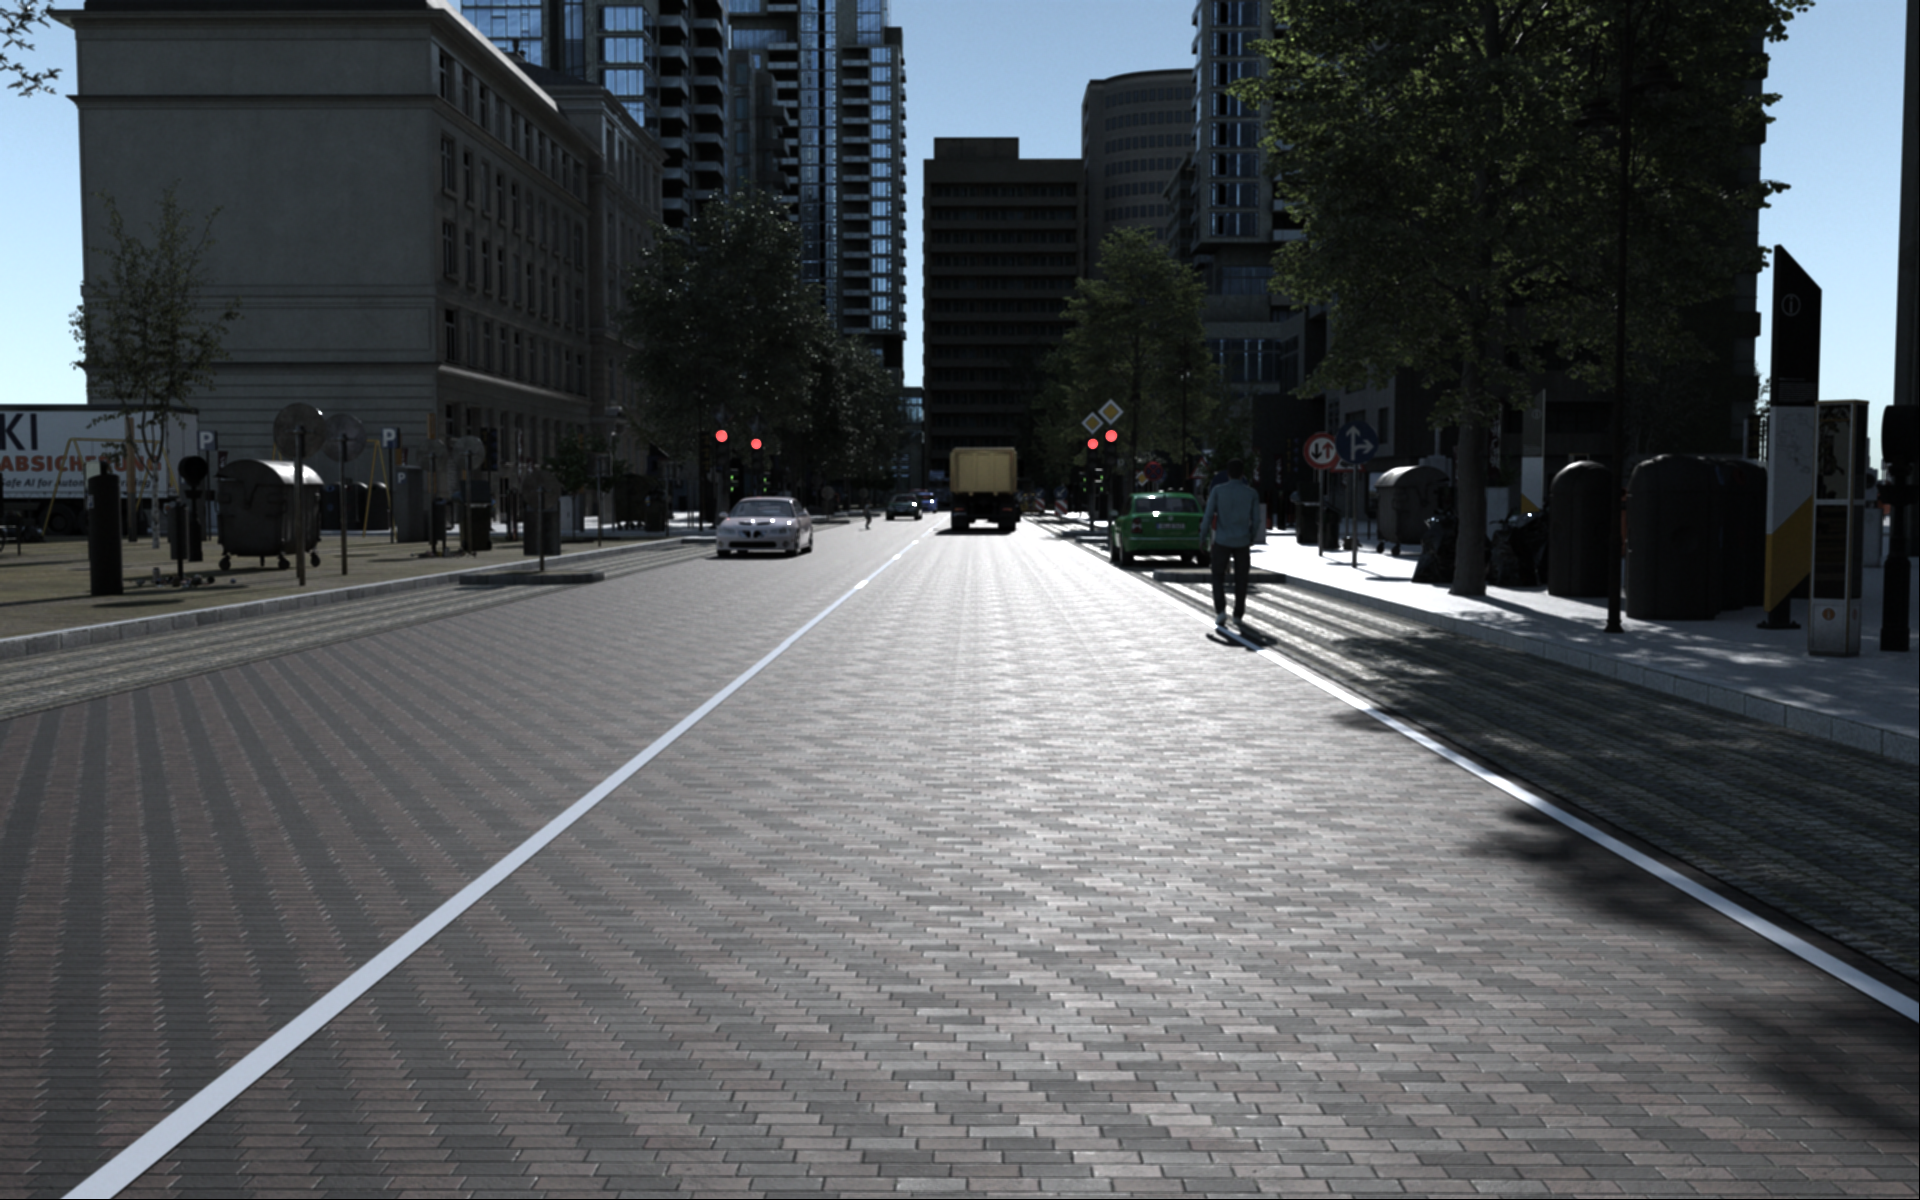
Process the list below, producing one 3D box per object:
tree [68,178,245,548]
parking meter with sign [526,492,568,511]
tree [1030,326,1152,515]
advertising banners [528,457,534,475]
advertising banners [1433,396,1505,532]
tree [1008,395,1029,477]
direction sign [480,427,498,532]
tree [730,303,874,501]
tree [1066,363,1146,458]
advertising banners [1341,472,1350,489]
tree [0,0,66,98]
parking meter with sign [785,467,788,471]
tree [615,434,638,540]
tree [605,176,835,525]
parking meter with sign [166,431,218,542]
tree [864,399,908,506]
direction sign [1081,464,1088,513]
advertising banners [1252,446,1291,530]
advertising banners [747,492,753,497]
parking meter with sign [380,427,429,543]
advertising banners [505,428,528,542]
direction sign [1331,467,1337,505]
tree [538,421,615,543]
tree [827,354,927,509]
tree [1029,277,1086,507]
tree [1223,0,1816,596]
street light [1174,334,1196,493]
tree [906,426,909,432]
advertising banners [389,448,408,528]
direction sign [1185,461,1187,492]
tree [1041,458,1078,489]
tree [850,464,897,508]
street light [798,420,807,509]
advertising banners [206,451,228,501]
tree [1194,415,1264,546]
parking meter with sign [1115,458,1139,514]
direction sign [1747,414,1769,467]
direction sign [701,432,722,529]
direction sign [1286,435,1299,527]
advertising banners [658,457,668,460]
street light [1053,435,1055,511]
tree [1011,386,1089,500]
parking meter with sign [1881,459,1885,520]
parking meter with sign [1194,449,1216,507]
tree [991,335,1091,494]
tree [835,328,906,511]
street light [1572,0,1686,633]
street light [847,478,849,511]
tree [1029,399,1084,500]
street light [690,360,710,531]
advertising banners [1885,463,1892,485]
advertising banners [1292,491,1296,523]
[{"bbox_3d":[-19.067,-5.536,40.868,4.360,8.622,3.978,0,3,0],"label":"tree"},{"bbox_3d":[-16.413,-4.446,68.954,1.738,3.016,0.543,1,4,10],"label":"parking meter with sign"},{"bbox_3d":[8.154,-11.041,106.272,9.928,11.665,9.643,0,3,0],"label":"tree"},{"bbox_3d":[-19.864,-5.280,82.508,0.090,3.025,2.074,3,4,37],"label":"advertising banners"},{"bbox_3d":[8.995,-2.099,30.514,2.074,3.025,0.090,-3,5,-40],"label":"advertising banners"},{"bbox_3d":[8.704,-15.631,173.699,7.486,12.596,7.792,0,3,0],"label":"tree"},{"bbox_3d":[-16.121,-4.118,59.328,0.379,3.537,0.876,1,4,22],"label":"direction sign"},{"bbox_3d":[-9.812,-11.246,100.876,9.611,12.733,9.660,0,3,0],"label":"tree"},{"bbox_3d":[8.035,-8.877,95.499,4.360,8.622,3.978,0,3,0],"label":"tree"},{"bbox_3d":[19.531,-5.406,84.570,2.074,3.025,0.090,1,4,21],"label":"advertising banners"},{"bbox_3d":[-9.346,-6.149,10.912,12.009,13.543,11.850,0,3,0],"label":"tree"},{"bbox_3d":[-10.927,-6.907,109.196,0.543,3.016,1.738,1,4,8],"label":"parking meter with sign"},{"bbox_3d":[-10.232,-3.325,48.965,1.663,3.219,1.824,0,3,0],"label":"tree"},{"bbox_3d":[-9.821,-10.058,71.109,9.857,13.997,8.962,0,3,0],"label":"tree"},{"bbox_3d":[-20.748,-3.088,46.743,0.543,3.016,1.738,0,4,8],"label":"parking meter with sign"},{"bbox_3d":[-9.001,-15.488,178.986,9.928,11.665,9.643,0,3,0],"label":"tree"},{"bbox_3d":[8.780,-7.816,119.781,0.876,3.537,0.379,2,4,32],"label":"direction sign"},{"bbox_3d":[11.241,-4.084,62.954,0.090,3.025,2.074,-2,4,-28],"label":"advertising banners"},{"bbox_3d":[-15.274,-8.328,132.350,2.074,3.025,0.090,0,4,4],"label":"advertising banners"},{"bbox_3d":[-14.629,-3.049,46.114,0.543,3.016,1.738,1,4,19],"label":"parking meter with sign"},{"bbox_3d":[-11.989,-3.081,46.569,0.090,3.025,2.074,-2,4,-26],"label":"advertising banners"},{"bbox_3d":[16.101,-5.050,74.568,0.379,3.537,0.876,0,4,-4],"label":"direction sign"},{"bbox_3d":[-10.409,-3.145,46.027,1.663,3.219,1.824,0,3,0],"label":"tree"},{"bbox_3d":[-8.449,-14.699,150.694,12.009,13.543,11.850,0,3,0],"label":"tree"},{"bbox_3d":[7.658,-9.498,73.412,7.486,12.596,7.792,0,3,0],"label":"tree"},{"bbox_3d":[6.807,-6.349,21.933,7.486,12.596,7.792,0,3,0],"label":"tree"},{"bbox_3d":[6.486,-4.729,50.114,0.468,5.910,1.993,0,4,1],"label":"street light"},{"bbox_3d":[-8.870,-13.902,133.960,9.857,13.997,8.962,0,3,0],"label":"tree"},{"bbox_3d":[-21.981,-4.281,66.176,2.074,3.025,0.090,1,4,15],"label":"advertising banners"},{"bbox_3d":[14.177,-7.145,108.815,0.379,3.537,0.876,1,4,14],"label":"direction sign"},{"bbox_3d":[8.195,-9.537,139.640,4.285,4.588,4.351,0,3,0],"label":"tree"},{"bbox_3d":[-8.937,-10.896,161.866,4.285,4.588,4.351,0,3,0],"label":"tree"},{"bbox_3d":[-8.493,-7.397,93.723,0.468,5.910,1.993,0,4,1],"label":"street light"},{"bbox_3d":[-30.193,-4.493,69.640,0.090,3.025,2.074,1,4,23],"label":"advertising banners"},{"bbox_3d":[6.593,-2.940,42.673,1.663,3.219,1.824,0,3,0],"label":"tree"},{"bbox_3d":[8.206,-5.316,83.177,0.543,3.016,1.738,-2,4,-33],"label":"parking meter with sign"},{"bbox_3d":[22.844,-3.507,49.330,0.876,3.537,0.379,0,4,4],"label":"direction sign"},{"bbox_3d":[-9.032,-4.363,63.328,0.876,3.537,0.379,-1,4,-15],"label":"direction sign"},{"bbox_3d":[12.870,-4.596,67.149,0.379,3.537,0.876,-1,4,-21],"label":"direction sign"},{"bbox_3d":[-14.856,-5.283,82.565,2.074,3.025,0.090,1,4,15],"label":"advertising banners"},{"bbox_3d":[7.300,-9.840,133.672,0.468,5.910,1.993,0,4,1],"label":"street light"},{"bbox_3d":[8.280,-13.177,149.861,7.601,10.594,8.767,1,4,23],"label":"tree"},{"bbox_3d":[46.394,-5.457,85.481,1.738,3.016,0.543,-1,4,-12],"label":"parking meter with sign"},{"bbox_3d":[9.279,-4.300,66.572,0.543,3.016,1.738,2,4,26],"label":"parking meter with sign"},{"bbox_3d":[9.634,-21.322,204.508,12.611,20.169,13.585,0,3,0],"label":"tree"},{"bbox_3d":[-9.457,-12.902,117.597,9.857,13.997,8.962,0,3,0],"label":"tree"},{"bbox_3d":[6.060,-2.635,15.874,0.468,5.910,1.993,0,4,1],"label":"street light"},{"bbox_3d":[-8.265,-9.472,127.650,0.468,5.910,1.993,0,4,1],"label":"street light"},{"bbox_3d":[7.369,-10.785,126.698,4.737,8.622,4.395,0,3,0],"label":"tree"},{"bbox_3d":[-8.971,-5.322,59.798,0.468,5.910,1.993,0,4,1],"label":"street light"},{"bbox_3d":[36.023,-4.258,65.809,2.074,3.025,0.090,0,4,-3],"label":"advertising banners"},{"bbox_3d":[14.624,-4.903,76.358,2.074,3.025,0.090,-2,4,-29],"label":"advertising banners"}]
